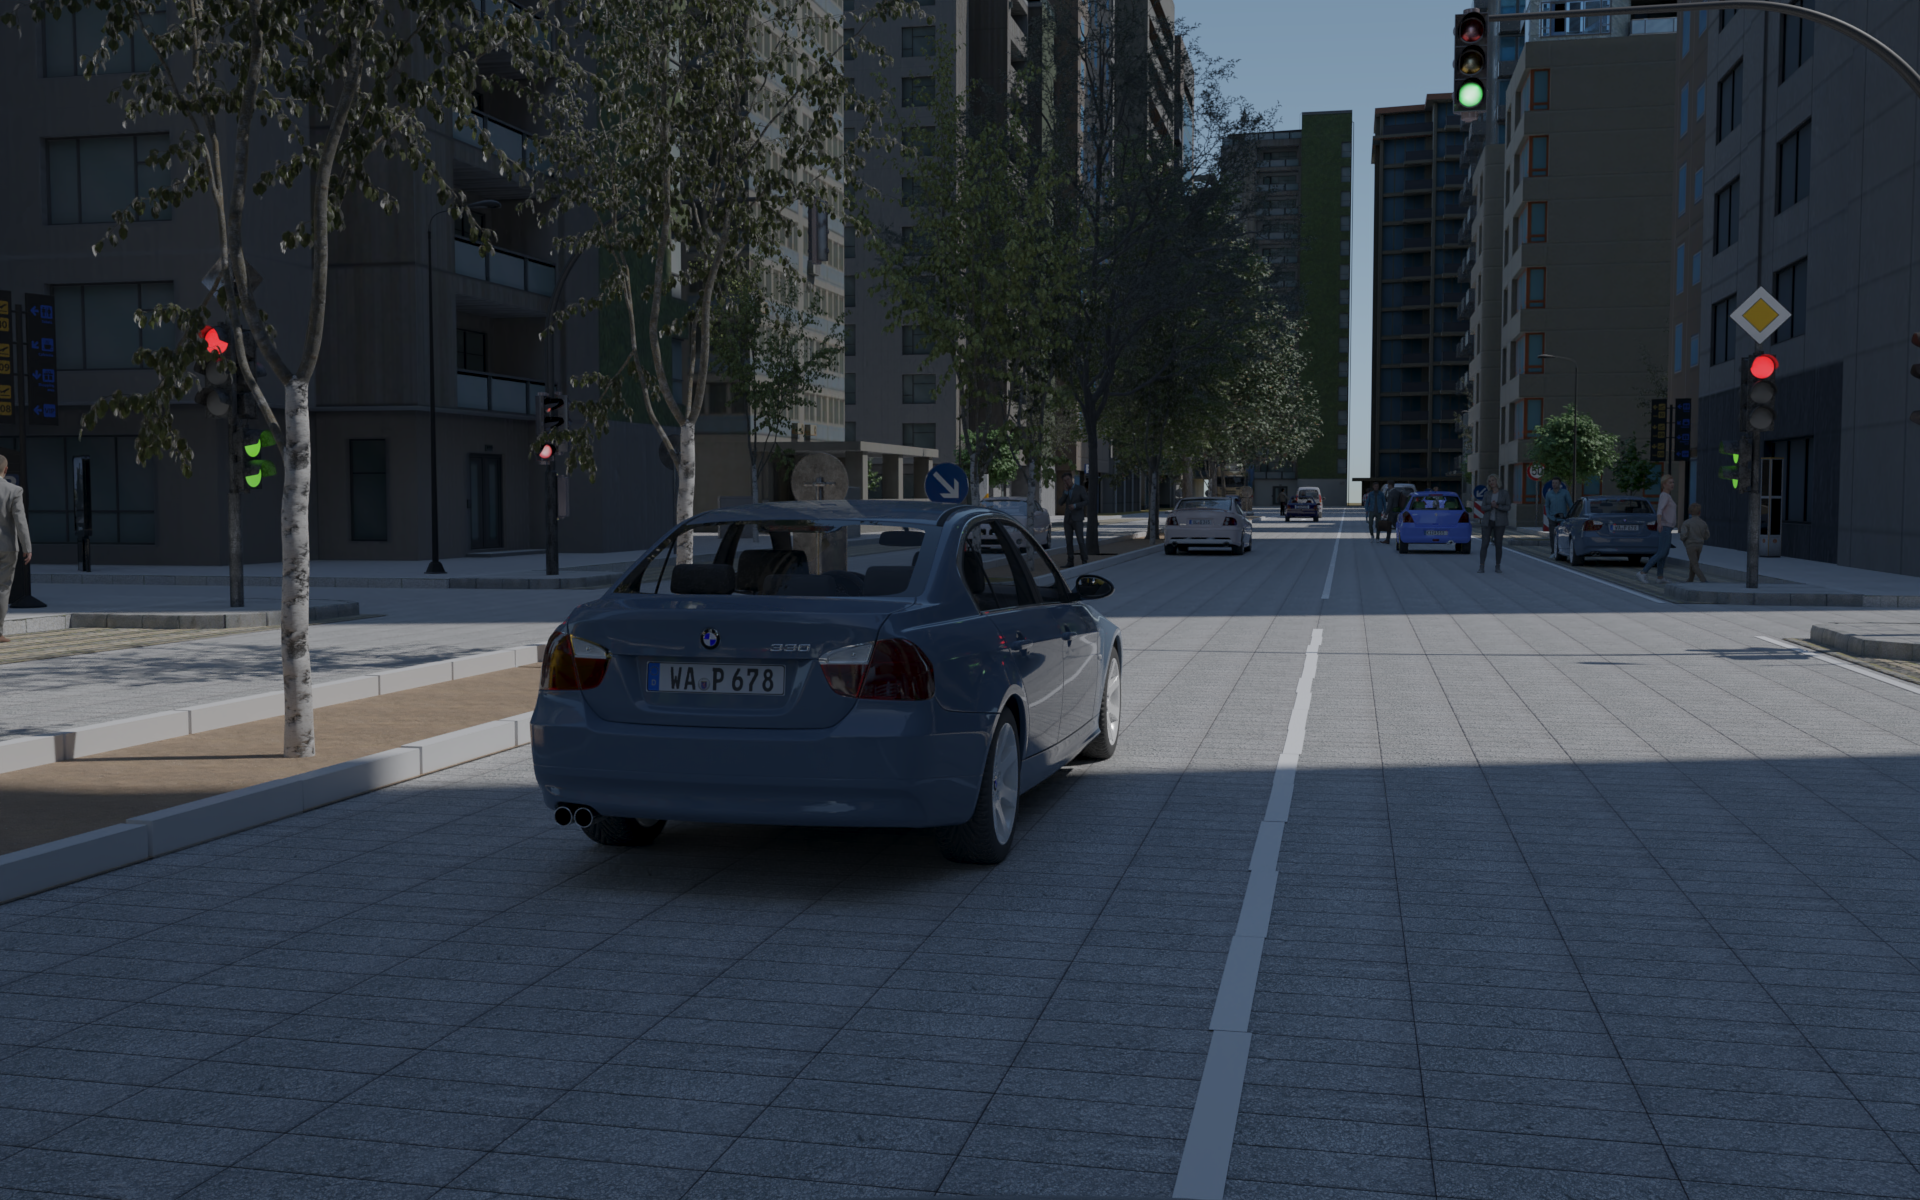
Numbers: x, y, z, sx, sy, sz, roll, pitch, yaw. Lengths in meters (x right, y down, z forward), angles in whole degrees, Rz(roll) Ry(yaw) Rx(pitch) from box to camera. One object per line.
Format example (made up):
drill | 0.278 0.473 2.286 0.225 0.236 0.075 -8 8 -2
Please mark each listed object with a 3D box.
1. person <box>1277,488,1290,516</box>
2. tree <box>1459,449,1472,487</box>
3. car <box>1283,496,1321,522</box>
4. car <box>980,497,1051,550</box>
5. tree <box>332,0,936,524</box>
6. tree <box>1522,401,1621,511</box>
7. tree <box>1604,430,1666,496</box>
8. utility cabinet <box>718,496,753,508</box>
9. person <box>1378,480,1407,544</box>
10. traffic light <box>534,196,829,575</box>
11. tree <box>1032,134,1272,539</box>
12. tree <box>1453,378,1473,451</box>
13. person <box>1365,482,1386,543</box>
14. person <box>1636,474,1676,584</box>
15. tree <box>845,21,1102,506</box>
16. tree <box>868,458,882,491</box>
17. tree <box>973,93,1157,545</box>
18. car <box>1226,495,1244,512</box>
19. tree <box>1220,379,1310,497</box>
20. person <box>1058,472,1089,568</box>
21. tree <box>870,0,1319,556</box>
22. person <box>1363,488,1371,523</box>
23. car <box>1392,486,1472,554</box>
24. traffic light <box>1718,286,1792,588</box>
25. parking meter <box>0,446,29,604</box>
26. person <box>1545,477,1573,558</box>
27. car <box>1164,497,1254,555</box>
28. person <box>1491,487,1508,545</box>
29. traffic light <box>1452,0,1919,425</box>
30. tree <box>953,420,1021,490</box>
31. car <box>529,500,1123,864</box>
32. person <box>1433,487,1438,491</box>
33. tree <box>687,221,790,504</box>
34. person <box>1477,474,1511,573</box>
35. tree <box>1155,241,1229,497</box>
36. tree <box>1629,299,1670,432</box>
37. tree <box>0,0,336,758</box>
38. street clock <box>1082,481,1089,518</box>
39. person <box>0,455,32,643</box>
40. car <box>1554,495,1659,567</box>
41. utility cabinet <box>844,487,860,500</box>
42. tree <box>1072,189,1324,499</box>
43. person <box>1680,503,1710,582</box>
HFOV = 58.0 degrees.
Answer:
person | 21.348 -6.477 114.413 0.705 1.823 1.348 -2 4 -30
tree | 32.705 -7.571 107.496 4.285 4.588 4.351 0 3 0
car | 17.818 -4.754 90.307 1.945 1.354 3.894 1 4 11
car | 1.148 -1.910 43.589 2.083 1.381 4.827 1 4 12
tree | -2.319 -3.794 14.845 4.360 8.622 3.978 0 3 0
tree | 21.457 -4.737 61.163 4.285 4.588 4.351 0 3 0
tree | 20.253 -3.525 52.233 1.663 3.219 1.824 0 3 0
utility cabinet | -6.485 -2.386 50.168 1.020 1.237 0.306 -1 4 -22
person | 12.372 -2.502 49.378 0.822 1.834 0.622 2 4 31
traffic light | -4.391 -3.196 26.927 4.771 5.953 1.251 1 4 13
tree | 6.061 -8.193 54.545 7.486 12.596 7.792 0 3 0
tree | 30.712 -9.186 100.557 4.360 8.622 3.978 0 3 0
person | 12.241 -2.578 50.988 0.601 1.785 0.444 1 4 17
person | 11.056 -1.119 27.463 0.598 1.740 0.731 1 4 12
tree | 0.244 -4.526 26.821 4.737 8.622 4.395 0 3 0
tree | -4.253 -5.061 77.350 1.663 3.219 1.824 0 3 0
tree | 1.337 -4.845 32.042 4.360 8.622 3.978 0 3 0
car | 20.229 -7.146 129.422 1.945 1.354 3.894 1 4 14
tree | 13.215 -9.115 85.900 8.767 10.594 7.601 1 4 13
person | 2.178 -1.525 33.233 0.655 1.846 0.447 2 4 33
tree | 3.093 -7.777 39.974 12.009 13.543 11.850 0 3 0
person | 20.356 -4.711 86.369 0.563 1.720 0.643 2 4 34
car | 11.645 -2.024 42.686 1.945 1.707 3.694 1 4 12
traffic light | 10.787 -2.116 23.517 0.839 4.253 0.868 1 4 13
parking meter | -11.115 -0.889 20.246 0.399 1.863 0.255 -3 4 -37
person | 13.388 -1.842 38.639 0.660 1.820 0.620 2 4 32
car | 6.055 -1.816 42.053 2.083 1.381 4.827 1 4 13
person | 14.909 -2.403 48.139 0.444 1.785 0.601 -3 4 -37
traffic light | 6.980 -2.530 16.041 4.771 5.953 1.251 1 4 13
tree | 1.216 -5.658 76.230 4.285 4.588 4.351 0 3 0
car | -0.352 0.237 8.135 2.014 1.417 4.499 1 4 14
person | 23.417 -4.693 85.459 0.478 1.798 0.641 -3 4 -39
tree | -5.214 -5.818 45.488 4.737 8.622 4.395 0 3 0
person | 9.719 -1.393 31.460 0.537 1.800 0.526 2 4 35
tree | 5.447 -5.861 48.642 4.360 8.622 3.978 0 3 0
tree | 26.912 -6.916 63.441 4.360 8.622 3.978 0 3 0
tree | -3.555 -3.460 9.391 4.360 8.622 3.978 0 3 0
street clock | 6.915 -5.509 94.645 0.471 2.002 0.358 -2 4 -31
person | -9.232 -0.485 16.548 0.709 1.813 0.853 -1 4 -14
car | 13.235 -1.428 35.357 2.014 1.417 4.499 1 4 13
utility cabinet | -3.219 -2.541 50.218 0.318 1.500 1.173 1 4 17
tree | 8.296 -8.772 62.887 9.611 12.733 9.660 0 3 0
person | 10.936 -0.798 25.818 0.475 1.303 0.640 -2 4 -24
